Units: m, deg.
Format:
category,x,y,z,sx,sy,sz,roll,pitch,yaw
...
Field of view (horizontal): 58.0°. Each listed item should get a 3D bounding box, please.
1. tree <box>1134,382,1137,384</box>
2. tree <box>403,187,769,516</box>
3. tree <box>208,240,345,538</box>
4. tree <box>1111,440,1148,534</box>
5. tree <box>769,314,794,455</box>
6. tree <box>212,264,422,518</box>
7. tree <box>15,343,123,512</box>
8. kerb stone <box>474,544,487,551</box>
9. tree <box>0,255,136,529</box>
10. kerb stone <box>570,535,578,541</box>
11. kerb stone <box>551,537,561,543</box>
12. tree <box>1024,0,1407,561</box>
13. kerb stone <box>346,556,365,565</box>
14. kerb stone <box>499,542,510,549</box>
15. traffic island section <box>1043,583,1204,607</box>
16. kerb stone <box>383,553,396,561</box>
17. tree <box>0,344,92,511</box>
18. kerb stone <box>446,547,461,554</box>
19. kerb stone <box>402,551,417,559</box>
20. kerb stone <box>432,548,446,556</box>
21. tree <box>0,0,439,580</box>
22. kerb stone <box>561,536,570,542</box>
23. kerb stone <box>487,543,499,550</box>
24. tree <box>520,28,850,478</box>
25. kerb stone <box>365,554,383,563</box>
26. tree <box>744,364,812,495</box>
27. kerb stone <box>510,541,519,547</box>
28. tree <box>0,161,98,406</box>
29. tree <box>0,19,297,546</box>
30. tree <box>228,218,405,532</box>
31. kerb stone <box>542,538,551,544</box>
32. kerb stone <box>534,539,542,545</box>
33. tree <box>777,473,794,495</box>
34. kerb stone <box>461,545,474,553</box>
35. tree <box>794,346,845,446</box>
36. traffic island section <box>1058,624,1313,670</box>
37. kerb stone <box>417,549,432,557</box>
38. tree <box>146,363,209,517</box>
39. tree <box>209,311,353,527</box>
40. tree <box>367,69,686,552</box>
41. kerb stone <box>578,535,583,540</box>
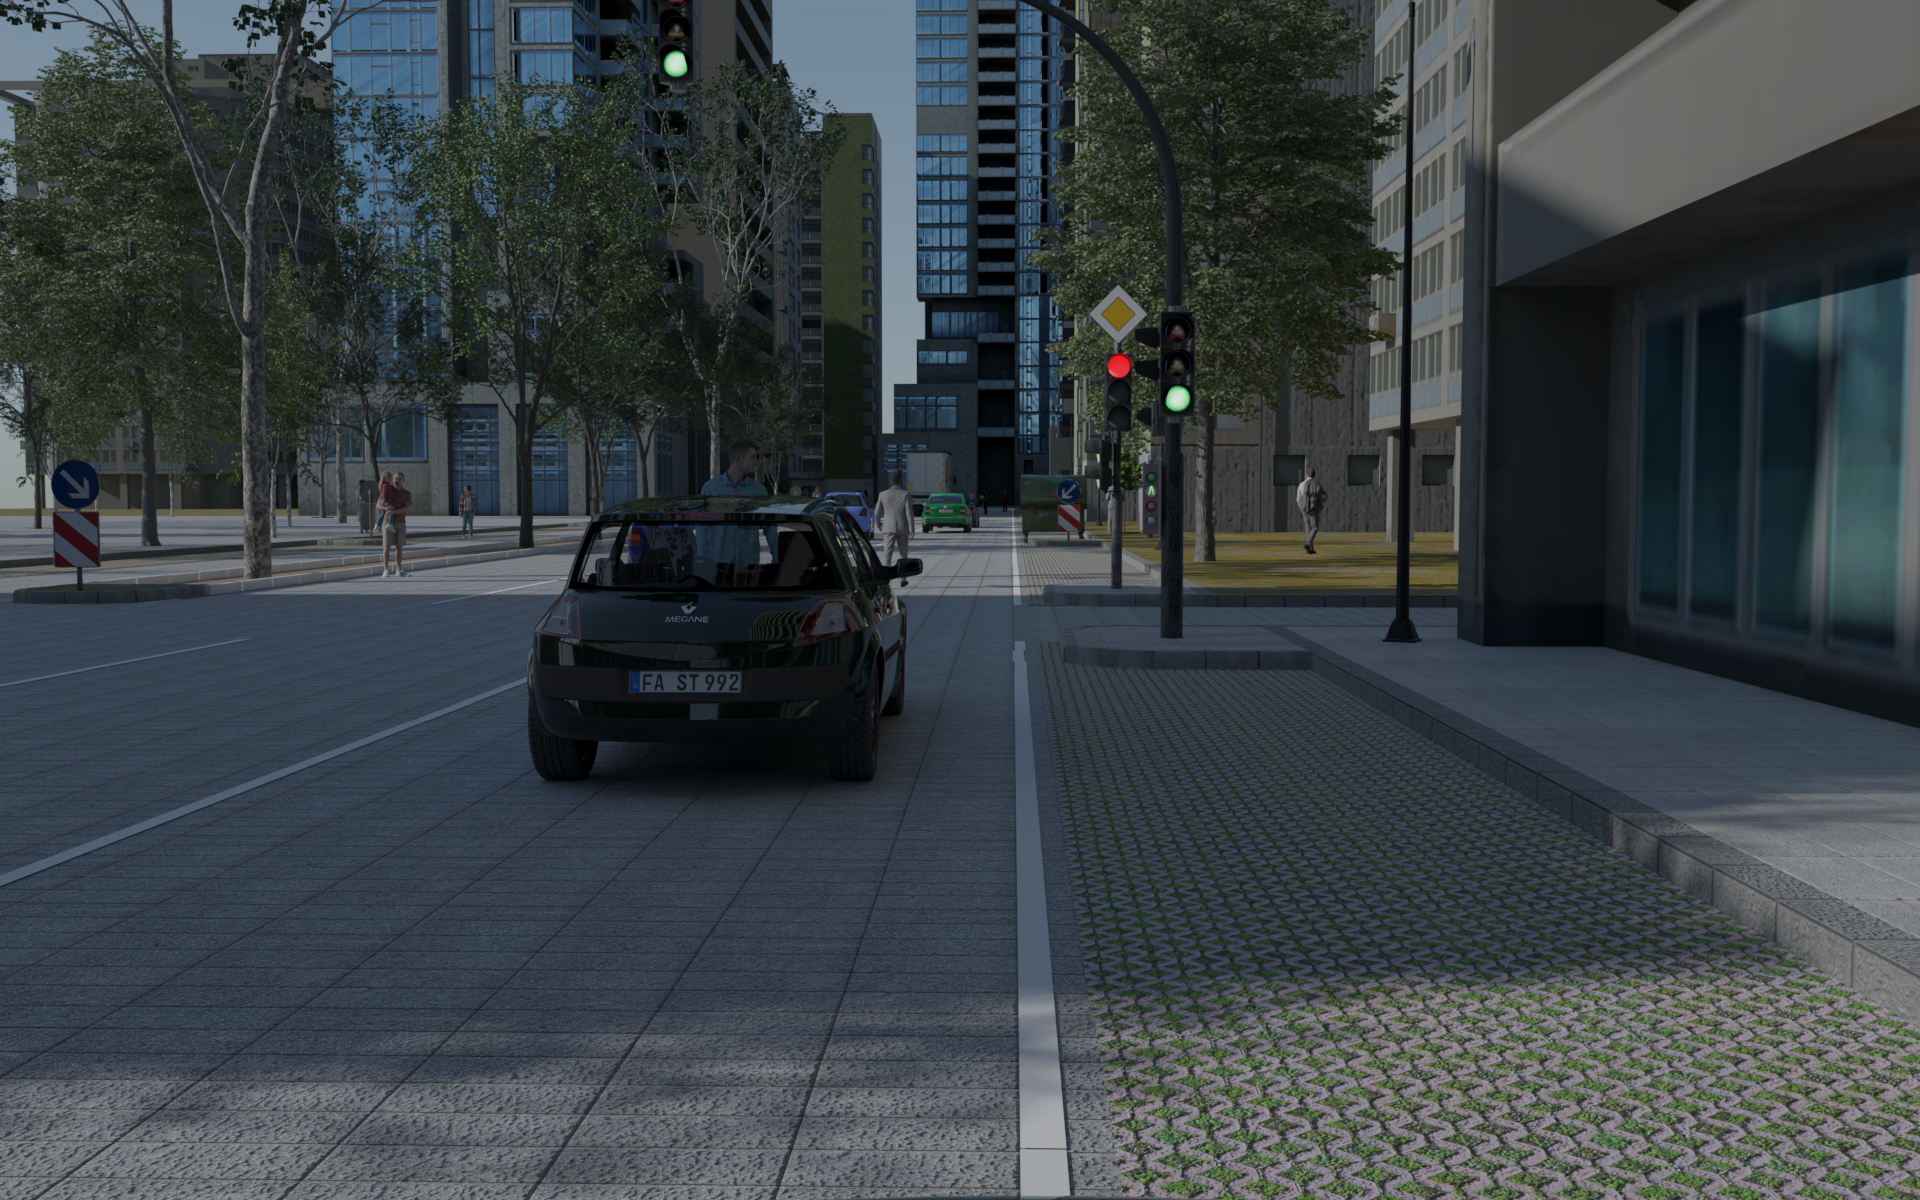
category,x,y,z,sx,sy,sz,roll,pitch,yaw
tree,9.558,-7.597,74.574,4.360,8.622,3.978,0,3,0
tree,-10.660,-6.987,51.110,8.767,10.594,7.601,0,4,2
tree,-20.189,-6.141,50.772,4.737,8.622,4.395,0,3,0
tree,5.259,-3.773,56.283,1.663,3.219,1.824,0,3,0
tree,-10.659,-7.484,59.229,8.767,10.594,7.601,0,4,2
tree,-34.119,-11.130,92.342,12.009,13.543,11.850,0,3,0
tree,-42.138,-8.169,83.931,4.737,8.622,4.395,0,3,0
kerb stone,-12.138,-1.298,43.418,0.120,0.150,1.000,0,4,2
tree,-33.897,-7.922,63.931,8.767,10.594,7.601,1,4,20
kerb stone,-11.869,-1.857,52.647,0.120,0.150,1.000,0,4,2
kerb stone,-11.937,-1.738,50.604,0.120,0.150,1.000,0,4,2
tree,4.959,-6.995,32.502,7.486,12.596,7.792,0,3,0
kerb stone,-12.391,-0.792,35.201,0.120,0.150,1.000,0,4,2
kerb stone,-12.083,-1.424,45.474,0.120,0.150,1.000,0,4,2
traffic island section,2.144,-0.073,23.478,2.009,0.180,2.903,0,4,2
kerb stone,-12.325,-0.922,37.267,0.120,0.150,1.000,0,4,2
tree,-38.351,-7.489,72.809,4.360,8.622,3.978,0,3,0
kerb stone,-12.205,-1.172,41.354,0.120,0.150,1.000,0,4,2
kerb stone,-12.303,-0.984,38.289,0.120,0.150,1.000,0,4,2
kerb stone,-12.245,-1.109,40.332,0.120,0.150,1.000,0,4,2
tree,-12.550,-10.395,28.306,12.611,20.169,13.585,0,3,0
kerb stone,-11.900,-1.797,51.625,0.120,0.150,1.000,0,4,2
kerb stone,-12.114,-1.361,44.452,0.120,0.150,1.000,0,4,2
tree,-11.203,-13.023,71.274,12.611,20.169,13.585,0,3,0
kerb stone,-12.362,-0.857,36.237,0.120,0.150,1.000,0,4,2
tree,-9.647,-8.423,90.531,4.360,8.622,3.978,0,3,0
kerb stone,-12.056,-1.485,46.499,0.120,0.150,1.000,0,4,2
tree,-32.128,-8.718,52.910,12.009,13.543,11.850,0,3,0
tree,-20.447,-7.598,42.361,7.486,12.596,7.792,0,3,0
tree,-20.047,-7.616,58.937,7.601,10.594,8.767,1,4,18
kerb stone,-11.965,-1.675,49.574,0.120,0.150,1.000,0,4,2
kerb stone,-11.994,-1.612,48.553,0.120,0.150,1.000,0,4,2
tree,-15.936,-10.030,158.589,1.663,3.219,1.824,0,3,0
kerb stone,-12.177,-1.228,42.389,0.120,0.150,1.000,0,4,2
tree,-9.699,-9.001,84.028,8.767,10.594,7.601,0,4,2
traffic island section,1.905,0.415,15.496,2.009,0.180,2.903,0,4,2
kerb stone,-12.267,-1.047,39.310,0.120,0.150,1.000,0,4,2
tree,-43.507,-8.899,95.861,4.360,8.622,3.978,0,3,0
tree,-25.817,-7.135,67.024,4.360,8.622,3.978,0,3,0
tree,-10.588,-6.973,42.224,9.928,11.665,9.643,0,3,0
kerb stone,-11.840,-1.925,53.677,0.120,0.150,1.000,0,4,2
